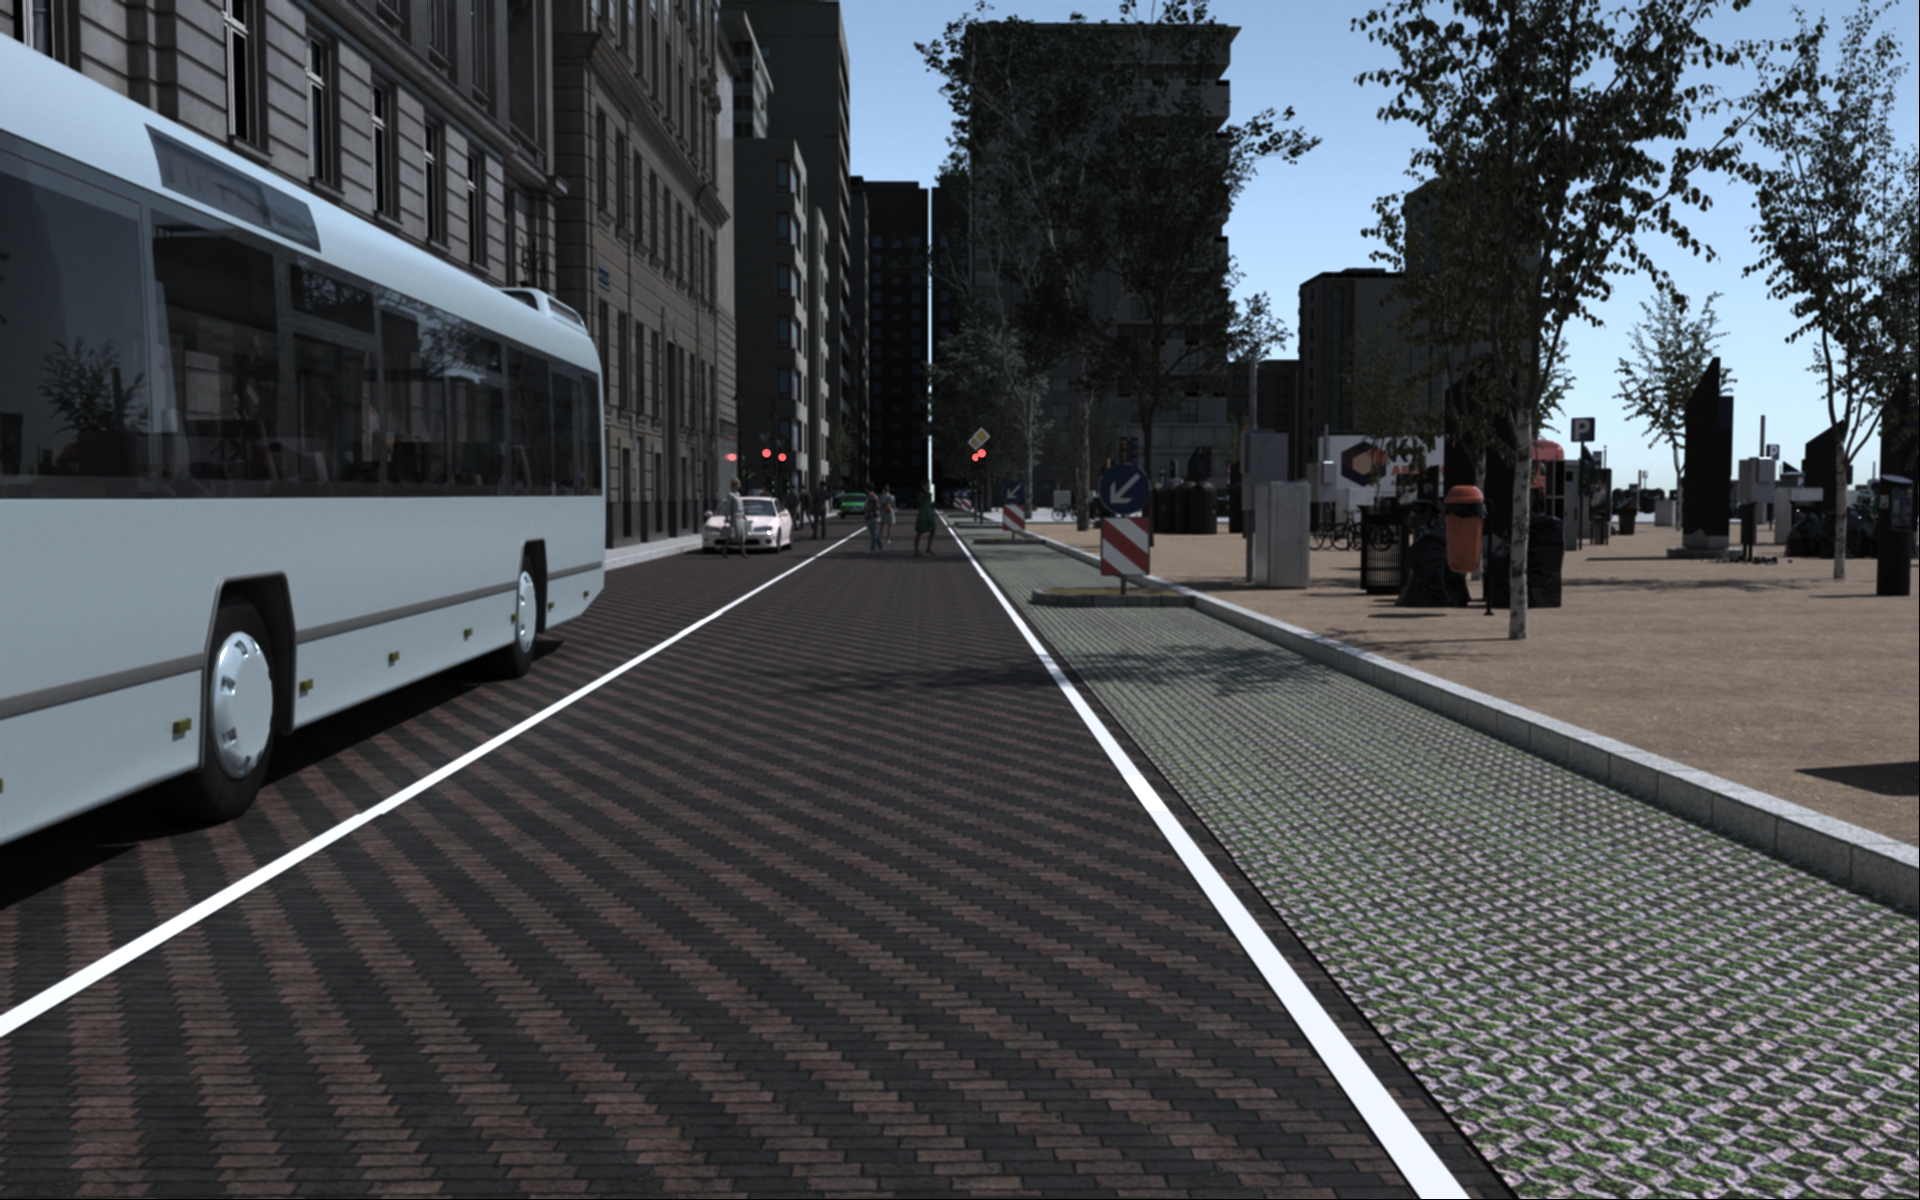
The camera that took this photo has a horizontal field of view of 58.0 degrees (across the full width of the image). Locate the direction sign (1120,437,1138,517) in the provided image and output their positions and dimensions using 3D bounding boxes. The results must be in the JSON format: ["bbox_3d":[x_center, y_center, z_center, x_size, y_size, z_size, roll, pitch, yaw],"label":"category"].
[{"bbox_3d":[6.706,-4.703,68.894,0.876,3.537,0.379,-2,4,-31],"label":"direction sign"}]

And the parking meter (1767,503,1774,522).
[{"bbox_3d":[37.901,-4.604,80.981,0.255,1.863,0.399,3,5,40],"label":"parking meter"}]

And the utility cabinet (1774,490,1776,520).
[{"bbox_3d":[40.515,-4.731,86.038,1.173,1.500,0.318,2,4,30],"label":"utility cabinet"}]

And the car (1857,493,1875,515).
[{"bbox_3d":[40.162,-4.280,78.767,4.718,1.807,1.959,0,4,-2],"label":"car"}]

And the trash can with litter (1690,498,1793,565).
[{"bbox_3d":[14.717,-1.306,32.415,1.678,1.210,2.233,1,4,14],"label":"trash can with litter"}]

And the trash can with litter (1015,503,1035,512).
[{"bbox_3d":[4.355,-7.027,125.942,2.233,1.210,1.678,0,4,2],"label":"trash can with litter"}]

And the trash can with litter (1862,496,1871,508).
[{"bbox_3d":[69.018,-7.292,130.282,1.678,1.210,2.233,-1,4,-21],"label":"trash can with litter"}]

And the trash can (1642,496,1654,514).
[{"bbox_3d":[45.247,-6.253,113.886,0.748,1.137,0.748,0,3,0],"label":"trash can"}]

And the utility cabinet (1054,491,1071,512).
[{"bbox_3d":[7.109,-6.841,120.525,1.173,1.500,0.318,0,4,5],"label":"utility cabinet"}]

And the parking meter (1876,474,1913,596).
[{"bbox_3d":[11.835,-0.826,21.923,0.372,1.533,0.369,0,3,0],"label":"parking meter"}]

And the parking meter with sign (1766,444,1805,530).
[{"bbox_3d":[28.925,-3.911,60.208,0.543,3.016,1.738,-2,4,-25],"label":"parking meter with sign"}]

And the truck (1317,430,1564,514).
[{"bbox_3d":[21.830,-5.415,77.453,11.283,4.237,2.839,0,4,1],"label":"truck"}]

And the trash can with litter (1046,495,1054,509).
[{"bbox_3d":[7.740,-8.269,146.251,1.678,1.210,2.233,2,4,28],"label":"trash can with litter"}]

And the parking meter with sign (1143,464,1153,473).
[{"bbox_3d":[10.797,-6.341,99.934,0.543,3.016,1.738,0,4,2],"label":"parking meter with sign"}]

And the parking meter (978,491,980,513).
[{"bbox_3d":[1.410,-6.831,120.095,0.372,1.533,0.369,0,3,0],"label":"parking meter"}]

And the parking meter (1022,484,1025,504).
[{"bbox_3d":[3.891,-5.926,102.609,0.399,1.863,0.255,-1,4,-15],"label":"parking meter"}]

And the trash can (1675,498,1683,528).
[{"bbox_3d":[27.783,-3.350,66.430,0.748,1.137,0.748,0,3,0],"label":"trash can"}]

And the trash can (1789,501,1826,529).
[{"bbox_3d":[18.367,-1.586,37.584,0.748,1.137,0.748,0,3,0],"label":"trash can"}]

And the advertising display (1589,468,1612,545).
[{"bbox_3d":[16.203,-2.363,43.853,0.123,1.923,0.974,0,4,-5],"label":"advertising display"}]

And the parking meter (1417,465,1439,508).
[{"bbox_3d":[9.413,-1.782,34.845,0.399,1.863,0.255,1,4,22],"label":"parking meter"}]

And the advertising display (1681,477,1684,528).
[{"bbox_3d":[27.631,-3.671,65.231,0.974,1.923,0.123,1,4,21],"label":"advertising display"}]

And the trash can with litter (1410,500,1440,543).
[{"bbox_3d":[9.108,-1.359,33.602,0.624,1.170,1.055,3,5,43],"label":"trash can with litter"}]

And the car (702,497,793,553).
[{"bbox_3d":[-5.266,-1.893,43.307,2.083,1.381,4.827,0,4,1],"label":"car"}]

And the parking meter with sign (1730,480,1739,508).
[{"bbox_3d":[42.200,-6.021,94.704,1.738,3.016,0.543,2,4,33],"label":"parking meter with sign"}]

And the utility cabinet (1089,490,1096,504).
[{"bbox_3d":[7.831,-6.010,106.947,1.173,1.500,0.318,3,4,39],"label":"utility cabinet"}]

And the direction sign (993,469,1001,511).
[{"bbox_3d":[2.810,-8.545,131.711,0.876,3.537,0.379,-3,5,-42],"label":"direction sign"}]

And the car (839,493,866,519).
[{"bbox_3d":[-6.211,-5.757,102.921,1.959,1.807,4.718,0,4,-3],"label":"car"}]

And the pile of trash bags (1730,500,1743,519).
[{"bbox_3d":[40.475,-4.831,88.734,1.912,1.369,3.447,-2,4,-33],"label":"pile of trash bags"}]

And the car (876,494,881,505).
[{"bbox_3d":[-7.694,-9.365,161.919,1.959,1.807,4.718,0,4,-1],"label":"car"}]

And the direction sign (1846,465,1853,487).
[{"bbox_3d":[74.601,-9.399,145.670,0.876,3.537,0.379,-1,4,-23],"label":"direction sign"}]

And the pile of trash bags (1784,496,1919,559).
[{"bbox_3d":[18.702,-1.546,35.032,3.447,1.369,1.912,0,4,1],"label":"pile of trash bags"}]

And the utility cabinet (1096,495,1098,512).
[{"bbox_3d":[9.544,-6.720,121.033,1.020,1.237,0.306,-2,4,-35],"label":"utility cabinet"}]

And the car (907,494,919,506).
[{"bbox_3d":[-5.545,-12.466,212.609,1.959,1.807,4.718,0,3,0],"label":"car"}]

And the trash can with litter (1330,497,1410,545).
[{"bbox_3d":[10.664,-2.037,44.369,1.678,1.210,2.233,2,4,29],"label":"trash can with litter"}]

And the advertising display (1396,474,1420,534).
[{"bbox_3d":[14.353,-3.048,55.046,0.974,1.923,0.123,0,4,5],"label":"advertising display"}]

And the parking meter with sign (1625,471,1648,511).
[{"bbox_3d":[50.904,-8.224,130.729,0.543,3.016,1.738,-3,5,-41],"label":"parking meter with sign"}]

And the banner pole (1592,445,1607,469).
[{"bbox_3d":[32.962,-6.066,89.199,0.863,3.779,0.401,0,4,1],"label":"banner pole"}]

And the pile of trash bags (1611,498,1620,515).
[{"bbox_3d":[38.941,-5.887,106.008,3.447,1.369,1.912,-2,4,-33],"label":"pile of trash bags"}]

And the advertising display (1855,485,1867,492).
[{"bbox_3d":[63.455,-7.132,121.819,0.974,1.923,0.123,0,4,-2],"label":"advertising display"}]

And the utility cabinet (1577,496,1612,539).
[{"bbox_3d":[18.312,-2.384,50.139,0.306,1.237,1.020,-3,5,-43],"label":"utility cabinet"}]

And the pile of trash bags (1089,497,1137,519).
[{"bbox_3d":[7.730,-4.904,89.927,3.447,1.369,1.912,1,4,12],"label":"pile of trash bags"}]

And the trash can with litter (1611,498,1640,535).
[{"bbox_3d":[20.627,-2.612,54.095,1.055,1.170,0.624,0,4,-5],"label":"trash can with litter"}]

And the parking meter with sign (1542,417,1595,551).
[{"bbox_3d":[13.569,-2.619,39.082,1.738,3.016,0.543,-3,4,-39],"label":"parking meter with sign"}]

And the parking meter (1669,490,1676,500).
[{"bbox_3d":[44.113,-6.043,107.222,0.372,1.533,0.369,0,3,0],"label":"parking meter"}]

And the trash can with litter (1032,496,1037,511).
[{"bbox_3d":[5.638,-7.418,132.671,0.624,1.170,1.055,-1,4,-20],"label":"trash can with litter"}]

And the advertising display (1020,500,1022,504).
[{"bbox_3d":[4.970,-8.338,141.542,0.123,1.923,0.974,0,4,-3],"label":"advertising display"}]

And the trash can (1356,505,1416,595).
[{"bbox_3d":[5.446,-0.644,22.189,0.748,1.137,0.748,0,3,0],"label":"trash can"}]

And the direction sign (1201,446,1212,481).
[{"bbox_3d":[11.725,-5.531,82.432,0.379,3.537,0.876,-1,4,-22],"label":"direction sign"}]

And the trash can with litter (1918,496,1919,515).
[{"bbox_3d":[63.315,-6.280,113.736,1.678,1.210,2.233,-1,4,-15],"label":"trash can with litter"}]

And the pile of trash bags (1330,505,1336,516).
[{"bbox_3d":[19.525,-4.892,89.739,1.912,1.369,3.447,-3,4,-37],"label":"pile of trash bags"}]

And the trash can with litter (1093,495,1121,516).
[{"bbox_3d":[8.511,-5.601,102.629,2.233,1.210,1.678,0,4,7],"label":"trash can with litter"}]

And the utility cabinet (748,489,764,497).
[{"bbox_3d":[-9.477,-4.388,80.424,0.318,1.500,1.173,1,4,19],"label":"utility cabinet"}]

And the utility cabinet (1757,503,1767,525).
[{"bbox_3d":[33.459,-3.776,72.905,0.306,1.237,1.020,-2,4,-23],"label":"utility cabinet"}]

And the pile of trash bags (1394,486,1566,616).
[{"bbox_3d":[5.889,-0.611,19.742,1.912,1.369,3.447,1,4,21],"label":"pile of trash bags"}]

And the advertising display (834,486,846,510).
[{"bbox_3d":[-9.859,-8.362,141.940,0.974,1.923,0.123,0,4,3],"label":"advertising display"}]
